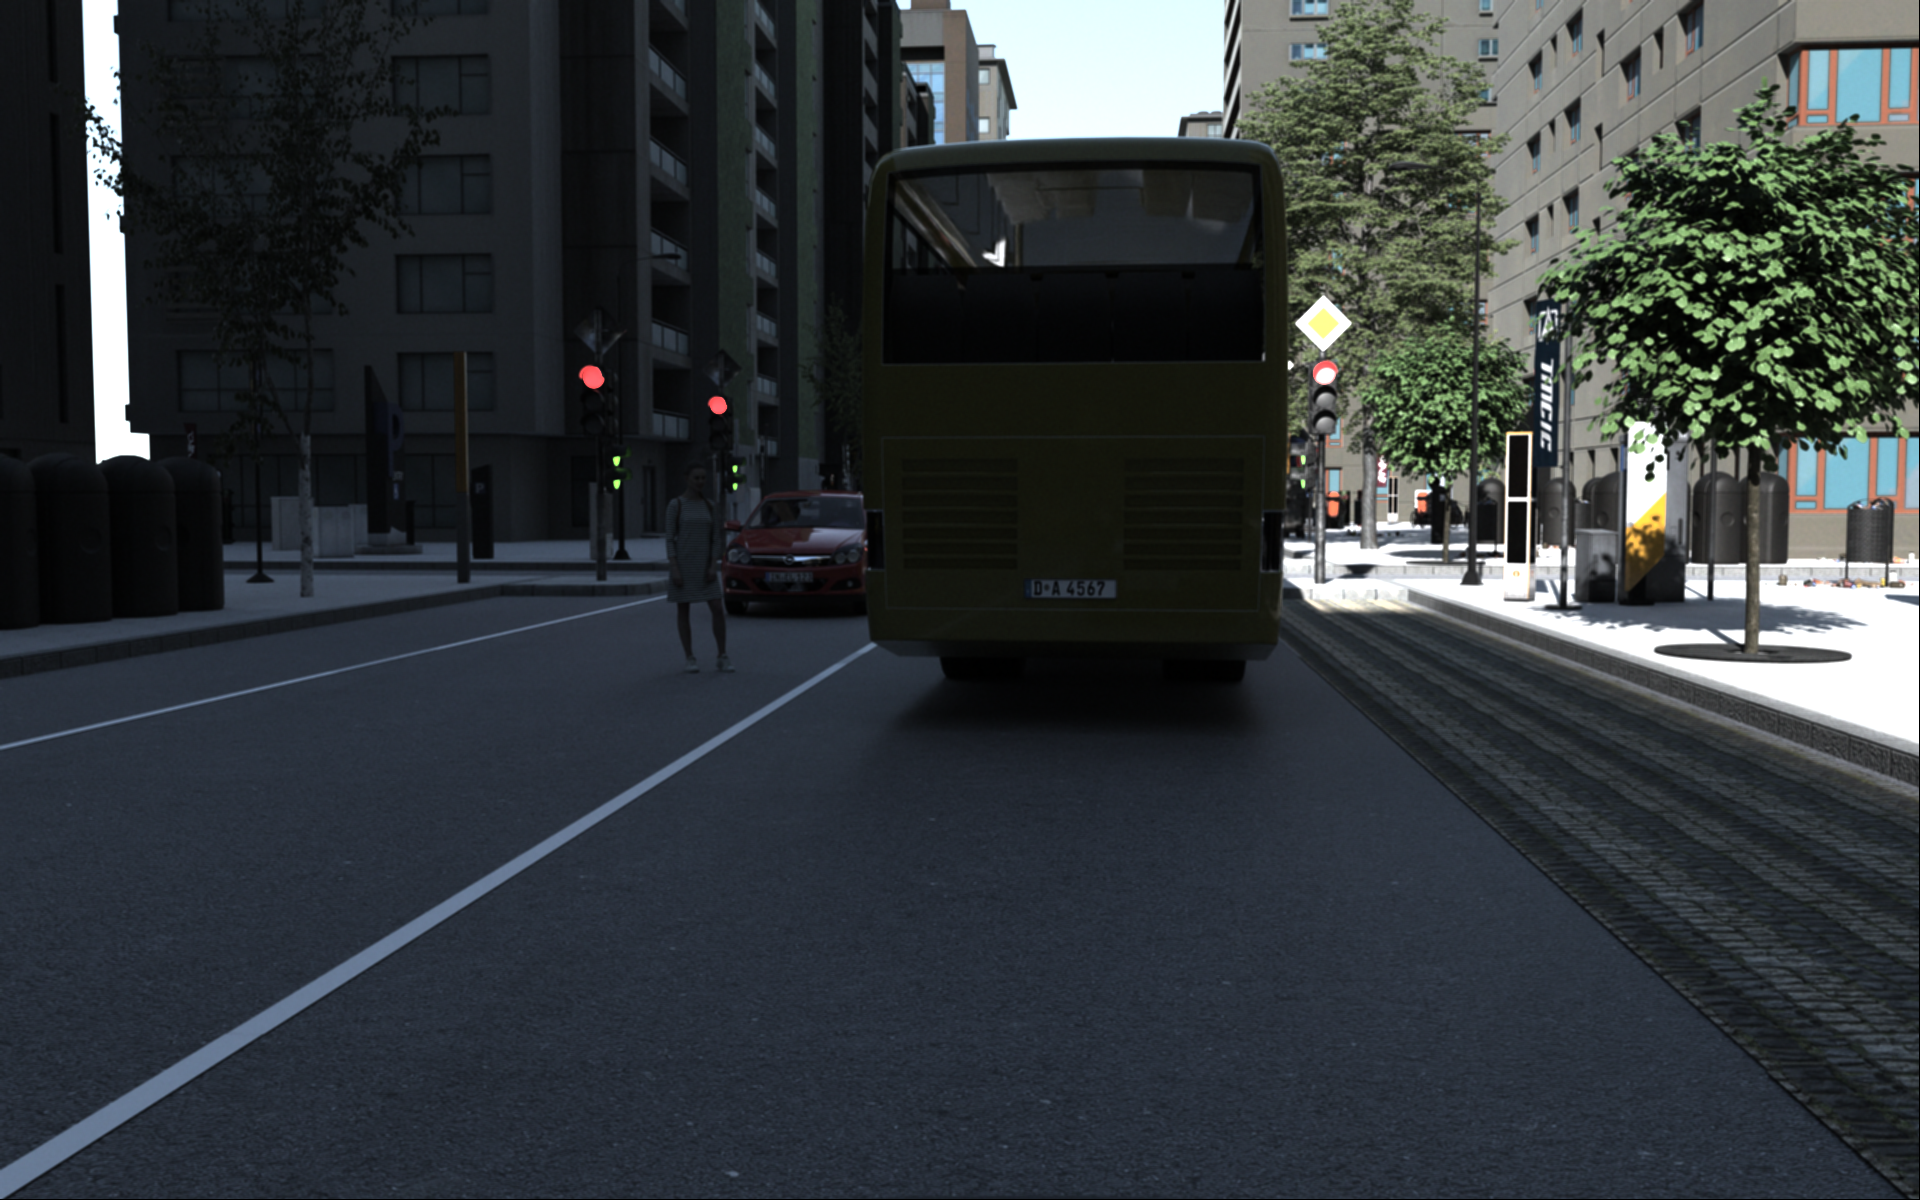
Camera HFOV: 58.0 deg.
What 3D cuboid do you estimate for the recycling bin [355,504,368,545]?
[{"bbox_3d":[-14.687,-1.857,42.918,0.722,1.027,0.722,-3,4,-36],"label":"recycling bin"}]

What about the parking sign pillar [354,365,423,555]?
[{"bbox_3d":[-12.257,-2.967,36.977,1.447,3.967,1.447,0,4,0],"label":"parking sign pillar"}]

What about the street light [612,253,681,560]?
[{"bbox_3d":[-6.055,-3.730,33.533,1.470,5.913,1.316,0,4,5],"label":"street light"}]

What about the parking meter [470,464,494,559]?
[{"bbox_3d":[-9.470,-1.748,34.297,0.399,1.863,0.255,0,4,5],"label":"parking meter"}]

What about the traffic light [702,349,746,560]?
[{"bbox_3d":[-4.584,-2.727,33.511,0.839,4.253,0.868,0,4,5],"label":"traffic light"}]

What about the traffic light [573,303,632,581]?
[{"bbox_3d":[-5.298,-2.241,25.558,0.839,4.253,0.868,0,4,5],"label":"traffic light"}]

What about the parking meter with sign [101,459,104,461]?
[{"bbox_3d":[-43.862,-5.586,87.586,1.738,3.016,0.543,1,4,13],"label":"parking meter with sign"}]

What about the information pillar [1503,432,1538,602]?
[{"bbox_3d":[6.691,-0.988,20.654,0.304,2.012,0.304,2,4,34],"label":"information pillar"}]

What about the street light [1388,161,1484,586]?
[{"bbox_3d":[6.683,-3.167,24.317,1.470,5.913,1.316,0,4,5],"label":"street light"}]

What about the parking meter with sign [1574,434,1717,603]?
[{"bbox_3d":[8.242,-1.491,20.647,1.738,3.016,0.543,-1,4,-11],"label":"parking meter with sign"}]

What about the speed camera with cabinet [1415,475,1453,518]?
[{"bbox_3d":[20.497,-4.923,74.834,2.038,3.252,0.660,-3,5,-41],"label":"speed camera with cabinet"}]

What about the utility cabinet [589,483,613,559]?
[{"bbox_3d":[-7.046,-1.554,34.085,0.318,1.500,1.173,0,4,-4],"label":"utility cabinet"}]

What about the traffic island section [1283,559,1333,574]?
[{"bbox_3d":[5.876,-0.638,32.706,2.009,0.180,2.903,0,4,5],"label":"traffic island section"}]

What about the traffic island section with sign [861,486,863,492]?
[{"bbox_3d":[-2.784,-2.787,54.190,1.989,1.847,2.006,0,4,5],"label":"traffic island section with sign"}]

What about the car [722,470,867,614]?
[{"bbox_3d":[-1.843,-0.794,22.018,2.155,1.783,4.494,0,4,3],"label":"car"}]

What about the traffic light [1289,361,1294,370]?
[{"bbox_3d":[5.837,-2.671,32.596,0.839,4.253,0.868,0,4,5],"label":"traffic light"}]

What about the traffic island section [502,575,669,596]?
[{"bbox_3d":[-5.337,-0.209,25.696,2.009,0.180,2.903,0,4,5],"label":"traffic island section"}]

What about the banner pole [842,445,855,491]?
[{"bbox_3d":[-4.904,-5.330,77.166,0.863,3.779,0.401,-3,4,-39],"label":"banner pole"}]

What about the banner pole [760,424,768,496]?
[{"bbox_3d":[-7.013,-4.406,62.051,0.401,3.779,0.863,-2,4,-28],"label":"banner pole"}]

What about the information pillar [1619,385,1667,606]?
[{"bbox_3d":[7.893,-1.747,19.916,0.504,3.616,0.183,-1,4,-17],"label":"information pillar"}]

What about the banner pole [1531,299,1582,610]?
[{"bbox_3d":[6.685,-1.802,19.480,0.401,3.779,0.863,-1,4,-16],"label":"banner pole"}]

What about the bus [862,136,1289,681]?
[{"bbox_3d":[1.371,-1.509,16.213,2.896,3.916,12.252,0,4,7],"label":"bus"}]

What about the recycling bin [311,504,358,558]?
[{"bbox_3d":[-12.720,-1.369,34.942,0.722,1.027,0.722,-3,5,-43],"label":"recycling bin"}]

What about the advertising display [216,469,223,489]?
[{"bbox_3d":[-19.602,-2.422,44.818,0.974,1.923,0.123,-2,4,-27],"label":"advertising display"}]

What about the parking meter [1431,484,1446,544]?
[{"bbox_3d":[12.400,-2.228,44.843,0.372,1.533,0.369,0,3,0],"label":"parking meter"}]

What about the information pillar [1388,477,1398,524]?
[{"bbox_3d":[18.568,-4.268,74.273,0.304,2.012,0.304,-2,4,-31],"label":"information pillar"}]

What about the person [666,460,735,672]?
[{"bbox_3d":[-2.141,-0.274,13.992,0.512,1.701,0.522,-2,4,-32],"label":"person"}]

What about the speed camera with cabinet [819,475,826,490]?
[{"bbox_3d":[-7.247,-5.569,85.390,0.660,3.252,2.038,1,4,19],"label":"speed camera with cabinet"}]

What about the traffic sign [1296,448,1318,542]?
[{"bbox_3d":[9.282,-2.803,45.928,0.768,2.556,0.104,1,4,11],"label":"traffic sign"}]

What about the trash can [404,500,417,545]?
[{"bbox_3d":[-12.658,-1.683,39.165,0.748,1.137,0.748,0,3,0],"label":"trash can"}]

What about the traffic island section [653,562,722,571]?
[{"bbox_3d":[-4.623,-0.695,33.649,2.009,0.180,2.903,0,4,5],"label":"traffic island section"}]

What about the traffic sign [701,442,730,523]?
[{"bbox_3d":[-5.853,-2.530,41.472,0.768,2.556,0.104,1,4,13],"label":"traffic sign"}]

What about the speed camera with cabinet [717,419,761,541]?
[{"bbox_3d":[-5.902,-3.174,46.224,0.660,3.252,2.038,1,4,11],"label":"speed camera with cabinet"}]

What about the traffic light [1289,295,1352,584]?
[{"bbox_3d":[5.123,-2.185,24.643,0.839,4.253,0.868,0,4,5],"label":"traffic light"}]

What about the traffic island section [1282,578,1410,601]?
[{"bbox_3d":[5.162,-0.151,24.753,2.009,0.180,2.903,0,4,5],"label":"traffic island section"}]

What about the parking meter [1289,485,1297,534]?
[{"bbox_3d":[10.757,-3.100,56.402,0.399,1.863,0.255,1,4,18],"label":"parking meter"}]

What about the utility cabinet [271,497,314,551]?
[{"bbox_3d":[-15.195,-1.732,39.484,0.306,1.237,1.020,2,4,25],"label":"utility cabinet"}]
